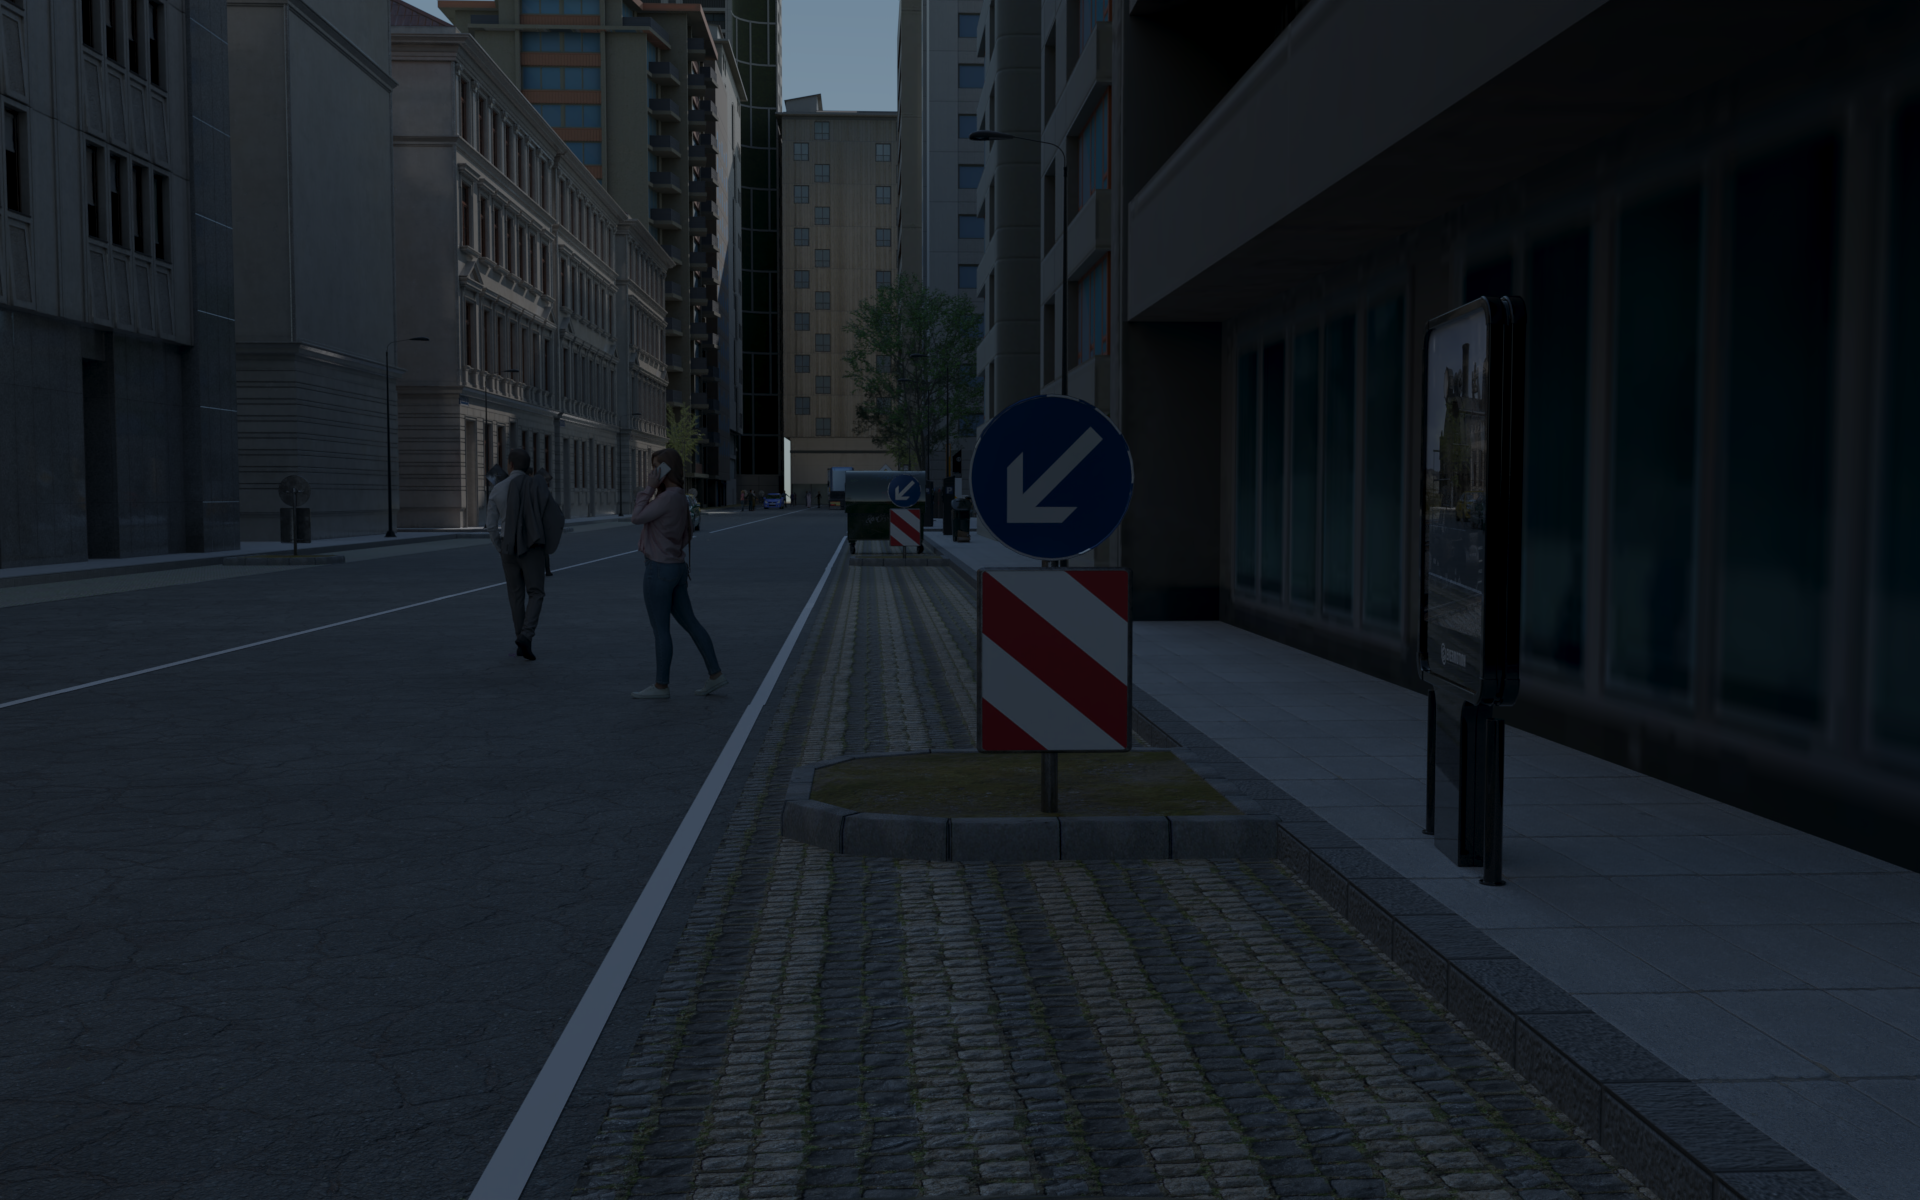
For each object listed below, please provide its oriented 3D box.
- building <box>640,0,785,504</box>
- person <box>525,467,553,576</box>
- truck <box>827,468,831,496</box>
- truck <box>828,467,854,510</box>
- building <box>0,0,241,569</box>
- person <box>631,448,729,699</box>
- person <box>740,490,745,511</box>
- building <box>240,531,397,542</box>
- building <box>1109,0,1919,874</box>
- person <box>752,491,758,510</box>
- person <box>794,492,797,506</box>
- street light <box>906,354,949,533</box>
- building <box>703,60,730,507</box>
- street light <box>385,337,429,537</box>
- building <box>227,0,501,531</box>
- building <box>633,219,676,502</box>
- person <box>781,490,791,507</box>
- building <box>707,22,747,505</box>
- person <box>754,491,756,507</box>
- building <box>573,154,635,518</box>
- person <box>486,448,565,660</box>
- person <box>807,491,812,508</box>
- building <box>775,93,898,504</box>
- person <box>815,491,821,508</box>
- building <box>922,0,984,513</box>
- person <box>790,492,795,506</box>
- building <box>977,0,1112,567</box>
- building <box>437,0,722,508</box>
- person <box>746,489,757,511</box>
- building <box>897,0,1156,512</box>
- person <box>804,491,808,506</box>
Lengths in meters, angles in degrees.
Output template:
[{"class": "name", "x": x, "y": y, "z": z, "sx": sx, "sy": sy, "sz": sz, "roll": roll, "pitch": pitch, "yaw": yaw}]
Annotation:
[{"class": "building", "x": -34.380, "y": -48.500, "z": 231.231, "sx": 20.611, "sy": 71.187, "sz": 20.563, "roll": 0, "pitch": 4, "yaw": -3}, {"class": "person", "x": -7.441, "y": -1.364, "z": 30.172, "sx": 0.648, "sy": 1.900, "sz": 0.474, "roll": -1, "pitch": 4, "yaw": -11}, {"class": "truck", "x": -13.303, "y": -12.415, "z": 191.896, "sx": 2.839, "sy": 4.237, "sz": 11.283, "roll": 0, "pitch": 4, "yaw": -3}, {"class": "truck", "x": -11.253, "y": -10.769, "z": 165.824, "sx": 2.967, "sy": 4.110, "sz": 18.799, "roll": 0, "pitch": 4, "yaw": -4}, {"class": "building", "x": -22.042, "y": -12.899, "z": 28.918, "sx": 12.078, "sy": 24.808, "sz": 19.932, "roll": 0, "pitch": 4, "yaw": -3}, {"class": "person", "x": -1.978, "y": -0.189, "z": 12.183, "sx": 0.643, "sy": 1.750, "sz": 0.593, "roll": 0, "pitch": 4, "yaw": 7}, {"class": "person", "x": -18.012, "y": -8.169, "z": 142.781, "sx": 0.721, "sy": 1.743, "sz": 1.217, "roll": 0, "pitch": 4, "yaw": -6}, {"class": "building", "x": -27.860, "y": -13.108, "z": 50.475, "sx": 21.152, "sy": 22.565, "sz": 11.583, "roll": 0, "pitch": 4, "yaw": -3}, {"class": "building", "x": 12.767, "y": -23.439, "z": 6.926, "sx": 21.300, "sy": 48.544, "sz": 21.600, "roll": 0, "pitch": 4, "yaw": -3}, {"class": "person", "x": -18.009, "y": -8.679, "z": 151.127, "sx": 0.721, "sy": 1.736, "sz": 1.217, "roll": 2, "pitch": 4, "yaw": 30}, {"class": "person", "x": -20.679, "y": -12.663, "z": 217.011, "sx": 0.415, "sy": 1.643, "sz": 0.593, "roll": -1, "pitch": 4, "yaw": -8}, {"class": "street light", "x": -0.953, "y": -5.197, "z": 57.504, "sx": 1.470, "sy": 5.913, "sz": 1.316, "roll": 0, "pitch": 4, "yaw": -3}, {"class": "building", "x": -30.933, "y": -32.129, "z": 175.427, "sx": 14.600, "sy": 45.320, "sz": 14.200, "roll": 0, "pitch": 4, "yaw": -3}, {"class": "street light", "x": -16.368, "y": -4.815, "z": 51.267, "sx": 1.470, "sy": 5.913, "sz": 1.316, "roll": 0, "pitch": 4, "yaw": -3}, {"class": "building", "x": -24.276, "y": -14.545, "z": 73.974, "sx": 11.583, "sy": 22.565, "sz": 21.152, "roll": 0, "pitch": 4, "yaw": -3}, {"class": "building", "x": -26.085, "y": -17.160, "z": 116.724, "sx": 11.583, "sy": 22.565, "sz": 21.152, "roll": 0, "pitch": 4, "yaw": -3}, {"class": "person", "x": -18.678, "y": -10.781, "z": 184.749, "sx": 1.348, "sy": 1.826, "sz": 0.705, "roll": -2, "pitch": 4, "yaw": -26}, {"class": "building", "x": -39.209, "y": -37.359, "z": 200.066, "sx": 27.495, "sy": 52.752, "sz": 28.713, "roll": 0, "pitch": 4, "yaw": -3}, {"class": "person", "x": -20.802, "y": -10.185, "z": 175.735, "sx": 0.721, "sy": 1.736, "sz": 1.217, "roll": -2, "pitch": 4, "yaw": -27}, {"class": "building", "x": -25.399, "y": -15.835, "z": 95.056, "sx": 11.583, "sy": 22.565, "sz": 21.152, "roll": 0, "pitch": 4, "yaw": -3}, {"class": "person", "x": -3.790, "y": -0.400, "z": 15.136, "sx": 0.679, "sy": 1.850, "sz": 0.850, "roll": 0, "pitch": 4, "yaw": -4}, {"class": "person", "x": -15.103, "y": -10.061, "z": 173.663, "sx": 0.551, "sy": 1.740, "sz": 0.621, "roll": 0, "pitch": 4, "yaw": 7}, {"class": "building", "x": -10.573, "y": -39.621, "z": 237.045, "sx": 27.495, "sy": 52.752, "sz": 28.713, "roll": 0, "pitch": 4, "yaw": -3}, {"class": "person", "x": -14.485, "y": -10.267, "z": 176.881, "sx": 0.721, "sy": 1.766, "sz": 1.217, "roll": 2, "pitch": 4, "yaw": 28}, {"class": "building", "x": 7.871, "y": -35.279, "z": 118.807, "sx": 21.231, "sy": 58.520, "sz": 28.212, "roll": 0, "pitch": 4, "yaw": -3}, {"class": "person", "x": -19.449, "y": -11.707, "z": 200.822, "sx": 0.541, "sy": 1.710, "sz": 0.530, "roll": 0, "pitch": 4, "yaw": 1}, {"class": "building", "x": 15.103, "y": -11.992, "z": 41.108, "sx": 27.650, "sy": 21.520, "sz": 28.899, "roll": 0, "pitch": 4, "yaw": -3}, {"class": "building", "x": -33.000, "y": -30.499, "z": 153.289, "sx": 22.147, "sy": 44.769, "sz": 28.867, "roll": 0, "pitch": 4, "yaw": -3}, {"class": "person", "x": -17.525, "y": -8.360, "z": 145.212, "sx": 1.348, "sy": 1.821, "sz": 0.705, "roll": 3, "pitch": 4, "yaw": 38}, {"class": "building", "x": 5.133, "y": -32.674, "z": 157.916, "sx": 21.300, "sy": 48.544, "sz": 21.600, "roll": 0, "pitch": 4, "yaw": -3}, {"class": "person", "x": -18.197, "y": -12.047, "z": 205.550, "sx": 0.705, "sy": 1.814, "sz": 1.350, "roll": -2, "pitch": 4, "yaw": -25}]
